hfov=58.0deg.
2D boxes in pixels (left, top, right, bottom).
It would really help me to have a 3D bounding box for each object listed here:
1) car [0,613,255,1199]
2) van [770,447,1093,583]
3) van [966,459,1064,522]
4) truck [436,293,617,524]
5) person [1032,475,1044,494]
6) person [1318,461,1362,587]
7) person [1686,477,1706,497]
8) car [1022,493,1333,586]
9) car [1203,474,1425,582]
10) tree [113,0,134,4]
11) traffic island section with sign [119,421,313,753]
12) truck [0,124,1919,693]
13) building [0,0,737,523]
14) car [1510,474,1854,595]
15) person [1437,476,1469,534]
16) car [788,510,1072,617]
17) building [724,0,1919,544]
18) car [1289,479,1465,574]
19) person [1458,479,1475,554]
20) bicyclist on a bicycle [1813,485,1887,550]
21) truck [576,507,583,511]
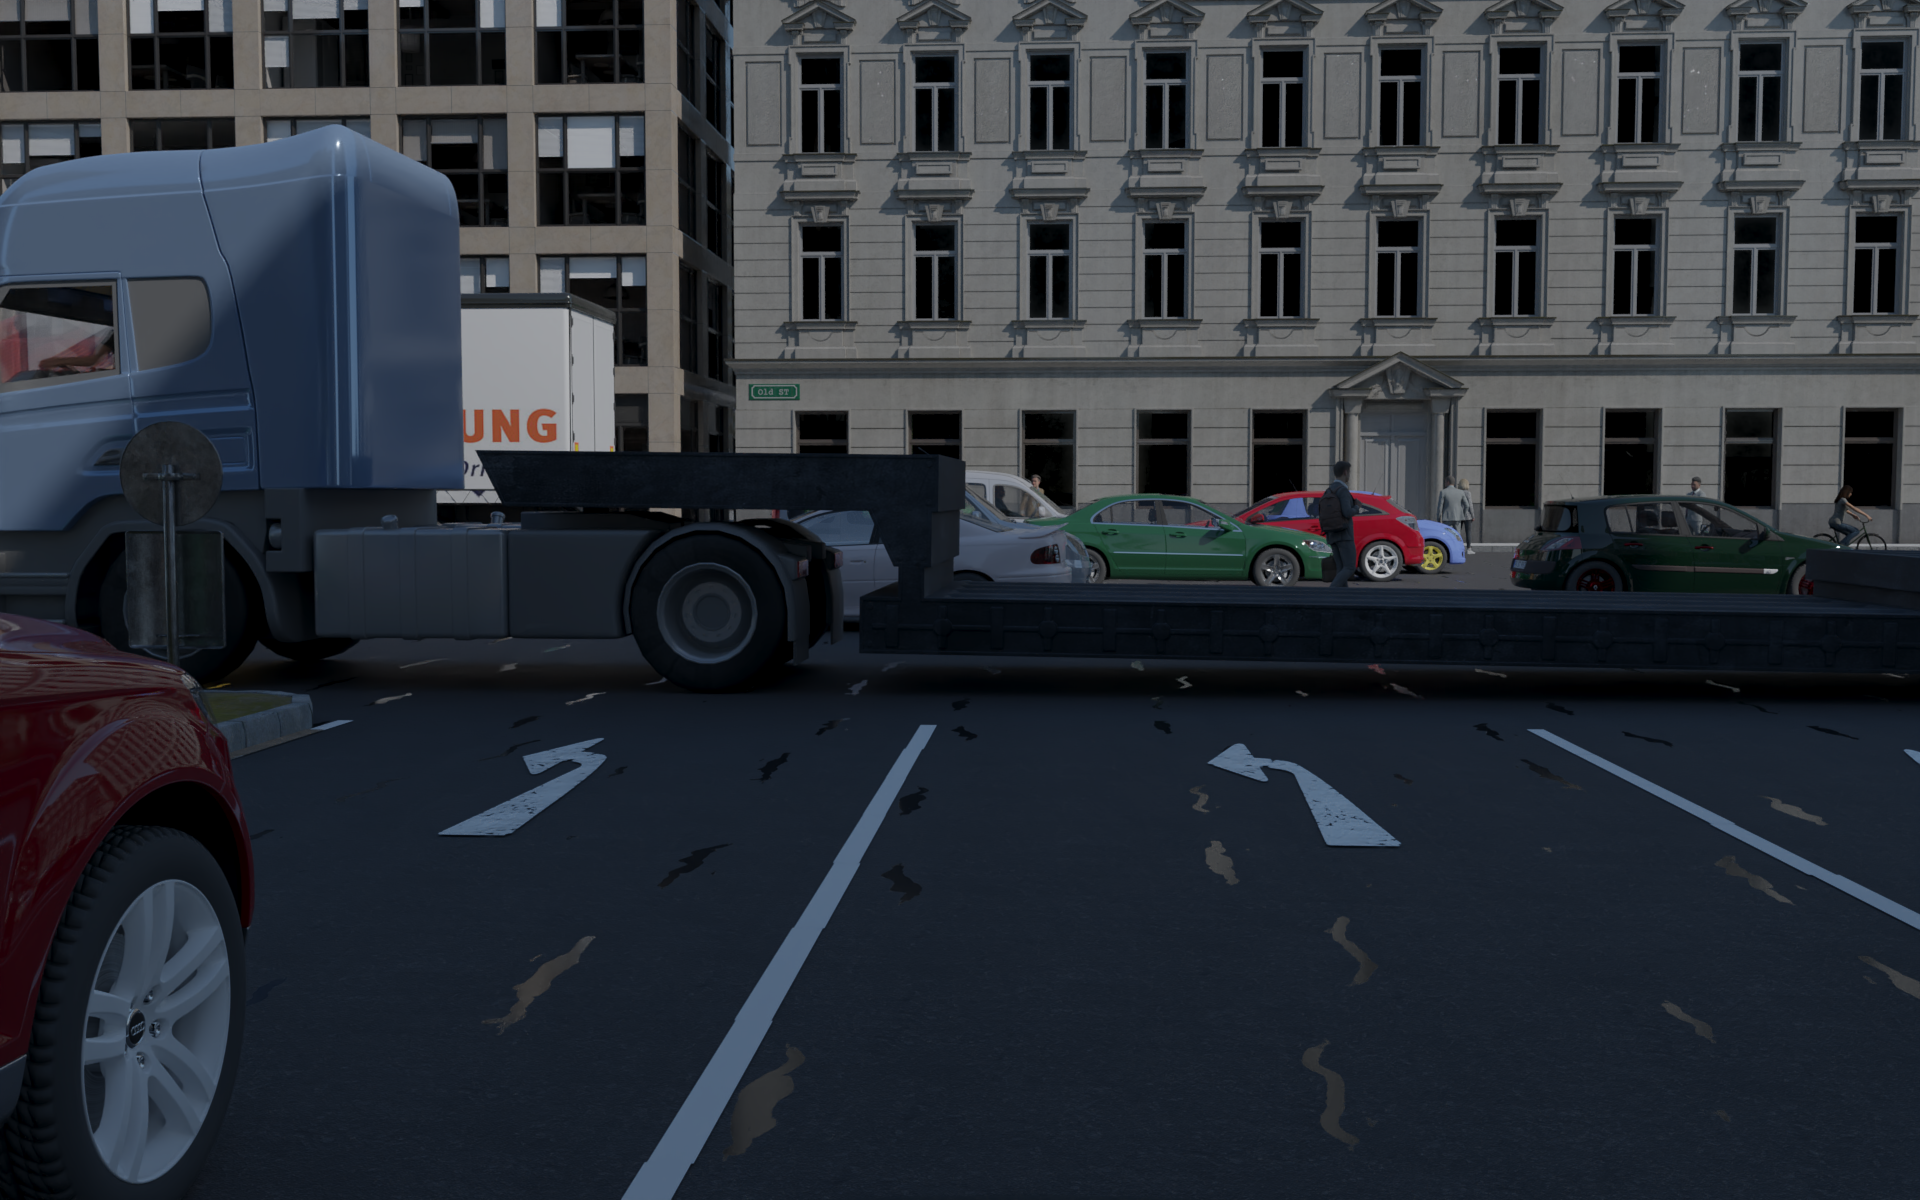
[{"bbox_3d":[-2.617,0.423,1.764,2.281,1.827,5.304,0,4,2],"label":"car"},{"bbox_3d":[-0.371,-0.920,22.057,4.112,2.044,2.013,0,4,3],"label":"van"},{"bbox_3d":[0.786,-1.372,29.442,4.112,2.044,2.013,0,4,4],"label":"van"},{"bbox_3d":[-10.922,-2.248,25.673,11.283,4.237,2.839,0,4,4],"label":"truck"},{"bbox_3d":[1.513,-1.736,36.800,0.836,1.842,0.656,1,4,22],"label":"person"},{"bbox_3d":[4.555,-0.758,20.855,0.822,1.834,0.622,-2,4,-28],"label":"person"},{"bbox_3d":[15.560,-1.720,36.805,0.466,1.800,0.511,-3,4,-36],"label":"person"},{"bbox_3d":[3.248,-0.879,26.163,4.920,1.459,2.131,0,4,5],"label":"car"},{"bbox_3d":[5.490,-1.228,29.121,4.494,1.783,2.155,0,4,5],"label":"car"},{"bbox_3d":[-5.231,-3.296,6.702,4.360,8.622,3.978,0,3,0],"label":"tree"},{"bbox_3d":[-4.970,-0.129,10.252,2.006,1.907,1.989,0,4,3],"label":"traffic island section with sign"},{"bbox_3d":[1.370,-1.433,13.189,18.799,4.110,2.967,0,4,5],"label":"truck"},{"bbox_3d":[-23.977,-15.383,56.029,34.151,26.468,19.350,0,4,3],"label":"building"},{"bbox_3d":[8.987,-0.709,21.375,4.222,1.686,2.009,0,4,3],"label":"car"},{"bbox_3d":[10.211,-1.673,35.951,0.635,1.810,0.391,-1,4,-14],"label":"person"},{"bbox_3d":[-1.205,-0.392,18.778,4.827,1.381,2.083,0,4,4],"label":"car"},{"bbox_3d":[15.894,-16.852,51.952,44.131,29.872,17.030,0,4,3],"label":"building"},{"bbox_3d":[7.330,-1.351,31.684,3.694,1.707,1.945,0,4,3],"label":"car"},{"bbox_3d":[11.950,-2.000,41.391,0.728,1.800,0.709,-2,4,-32],"label":"person"},{"bbox_3d":[18.193,-1.558,35.495,1.625,1.676,1.499,0,4,3],"label":"bicyclist on a bicycle"},{"bbox_3d":[-10.215,-2.881,36.011,2.839,4.237,11.283,0,4,4],"label":"truck"}]
